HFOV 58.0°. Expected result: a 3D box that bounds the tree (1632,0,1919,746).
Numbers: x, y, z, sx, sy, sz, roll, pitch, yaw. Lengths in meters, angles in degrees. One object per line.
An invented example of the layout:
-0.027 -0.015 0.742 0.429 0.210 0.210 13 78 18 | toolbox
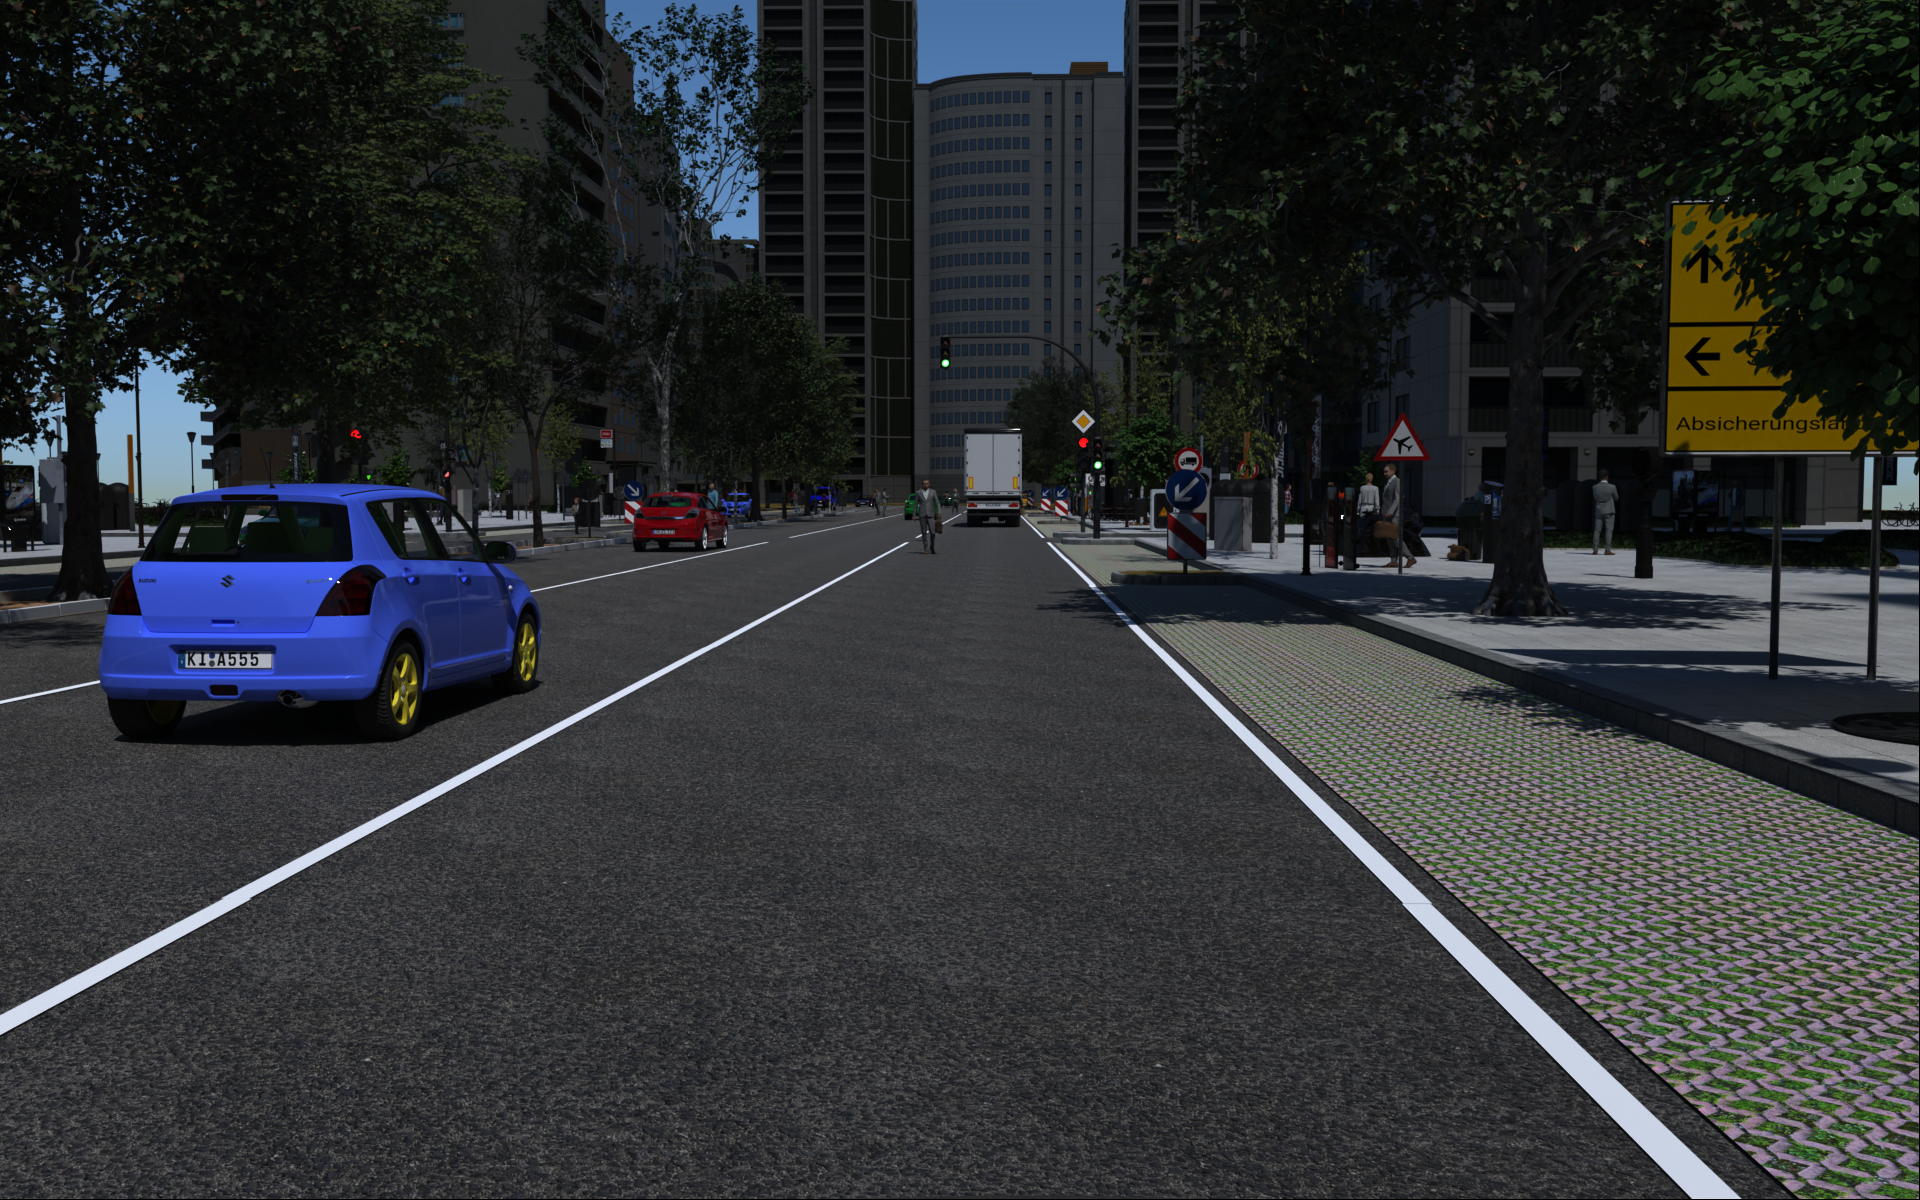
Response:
5.372 -1.554 9.122 4.285 4.588 4.351 0 3 0 | tree

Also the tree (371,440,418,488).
-20.310 -4.145 62.372 1.663 3.219 1.824 0 3 0 | tree

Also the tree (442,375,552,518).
-25.101 -8.655 91.874 4.737 8.622 4.395 0 3 0 | tree

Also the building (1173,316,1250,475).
37.223 -20.460 179.554 27.650 21.520 28.899 0 4 1 | building

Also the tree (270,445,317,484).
-25.371 -4.412 66.730 1.663 3.219 1.824 0 3 0 | tree

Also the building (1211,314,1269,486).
38.741 -28.137 151.923 32.217 40.220 23.993 0 4 1 | building

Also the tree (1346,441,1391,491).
14.859 -4.181 62.967 1.663 3.219 1.824 0 3 0 | tree

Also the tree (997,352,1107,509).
8.408 -14.687 150.502 12.009 13.543 11.850 0 3 0 | tree

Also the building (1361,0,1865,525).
31.136 -39.190 79.013 20.611 71.187 20.563 0 4 1 | building

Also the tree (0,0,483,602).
-11.800 -6.338 23.089 9.611 12.733 9.660 0 3 0 | tree

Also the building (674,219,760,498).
-38.755 -33.973 247.335 23.993 40.220 32.217 0 4 1 | building

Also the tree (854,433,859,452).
-9.073 -10.272 120.760 4.737 8.622 4.395 0 3 0 | tree

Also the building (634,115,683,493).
-38.000 -30.917 189.092 14.086 41.232 14.154 0 4 1 | building

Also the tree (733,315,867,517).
-9.684 -11.507 108.731 7.486 12.596 7.792 0 3 0 | tree

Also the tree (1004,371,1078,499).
9.191 -16.623 178.438 9.857 13.997 8.962 0 3 0 | tree

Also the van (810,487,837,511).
-11.376 -8.551 144.188 2.240 2.365 5.245 0 4 1 | van

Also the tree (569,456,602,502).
-18.703 -5.643 86.866 1.663 3.219 1.824 0 3 0 | tree

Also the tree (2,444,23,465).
-35.382 -6.840 62.200 4.737 8.622 4.395 0 3 0 | tree

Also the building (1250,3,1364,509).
31.749 -28.296 117.263 22.147 44.769 28.867 0 4 1 | building

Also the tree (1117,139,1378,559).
5.955 -5.112 33.950 4.737 8.622 4.395 0 3 0 | tree

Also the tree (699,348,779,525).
-10.424 -7.802 80.389 4.360 8.622 3.978 0 3 0 | tree

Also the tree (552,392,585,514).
-26.143 -9.903 112.284 4.737 8.622 4.395 0 3 0 | tree

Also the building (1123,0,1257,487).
33.267 -48.908 237.897 20.611 71.187 20.563 0 4 1 | building

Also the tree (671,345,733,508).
-18.265 -12.947 129.807 7.486 12.596 7.792 0 3 0 | tree

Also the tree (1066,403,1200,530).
6.880 -4.788 62.004 4.285 4.588 4.351 0 3 0 | tree

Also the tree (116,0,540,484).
-11.661 -6.798 31.725 7.486 12.596 7.792 0 3 0 | tree

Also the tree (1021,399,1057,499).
9.499 -17.683 207.246 7.486 12.596 7.792 0 3 0 | tree

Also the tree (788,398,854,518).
-9.606 -9.928 115.146 4.737 8.622 4.395 0 3 0 | tree

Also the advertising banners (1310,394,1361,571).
6.437 -2.061 29.882 0.090 3.025 2.074 -1 4 -12 | advertising banners

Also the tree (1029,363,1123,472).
8.578 -11.526 122.865 7.601 10.594 8.767 -1 4 -15 | tree

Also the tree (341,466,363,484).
-41.151 -7.568 118.344 1.663 3.219 1.824 0 3 0 | tree

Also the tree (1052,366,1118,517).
7.276 -9.019 97.819 4.360 8.622 3.978 0 3 0 | tree

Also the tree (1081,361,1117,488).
7.577 -7.551 73.815 4.737 8.622 4.395 0 3 0 | tree

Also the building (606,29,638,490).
-38.803 -31.342 162.558 14.600 45.320 14.200 0 4 1 | building

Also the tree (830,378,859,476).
-9.705 -9.748 96.243 8.767 10.594 7.601 0 4 1 | tree

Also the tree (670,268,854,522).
-10.338 -10.267 87.337 9.611 12.733 9.660 0 3 0 | tree

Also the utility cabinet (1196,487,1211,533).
8.326 -2.937 56.697 1.173 1.500 0.318 0 4 7 | utility cabinet

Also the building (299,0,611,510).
-42.292 -31.848 144.409 21.300 48.544 21.600 0 4 1 | building

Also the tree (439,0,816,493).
-11.973 -12.558 63.663 12.611 20.169 13.585 0 3 0 | tree

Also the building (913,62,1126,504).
7.874 -42.687 239.923 28.212 58.520 21.231 0 4 1 | building

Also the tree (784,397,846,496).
-17.153 -17.637 195.016 9.857 13.997 8.962 0 3 0 | tree

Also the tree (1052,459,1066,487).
8.995 -9.528 139.490 4.285 4.588 4.351 0 3 0 | tree

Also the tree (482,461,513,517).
-25.939 -6.329 98.087 1.663 3.219 1.824 0 3 0 | tree

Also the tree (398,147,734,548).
-10.976 -6.629 45.261 8.767 10.594 7.601 0 4 1 | tree

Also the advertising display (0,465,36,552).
-20.934 -2.035 38.479 0.123 1.923 0.974 1 4 11 | advertising display

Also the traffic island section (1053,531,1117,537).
4.122 -2.171 57.778 2.009 0.180 2.903 0 4 1 | traffic island section

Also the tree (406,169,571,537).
-10.963 -5.282 39.173 4.360 8.622 3.978 0 3 0 | tree

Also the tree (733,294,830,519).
-10.451 -8.394 74.112 8.767 10.594 7.601 0 4 1 | tree

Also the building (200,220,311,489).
-72.775 -32.924 188.416 14.200 45.320 14.600 0 4 1 | building

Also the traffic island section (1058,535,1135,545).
3.944 -1.683 49.795 2.009 0.180 2.903 0 4 1 | traffic island section

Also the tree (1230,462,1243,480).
15.956 -6.389 99.054 1.663 3.219 1.824 0 3 0 | tree

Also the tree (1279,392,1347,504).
20.607 -9.233 101.317 4.360 8.622 3.978 0 3 0 | tree

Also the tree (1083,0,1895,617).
6.096 -6.184 18.112 9.611 12.733 9.660 0 3 0 | tree

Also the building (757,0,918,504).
-16.528 -49.050 240.214 20.611 71.187 20.563 0 4 1 | building

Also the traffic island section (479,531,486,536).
-17.214 -2.200 58.257 2.009 0.180 2.903 0 4 1 | traffic island section
